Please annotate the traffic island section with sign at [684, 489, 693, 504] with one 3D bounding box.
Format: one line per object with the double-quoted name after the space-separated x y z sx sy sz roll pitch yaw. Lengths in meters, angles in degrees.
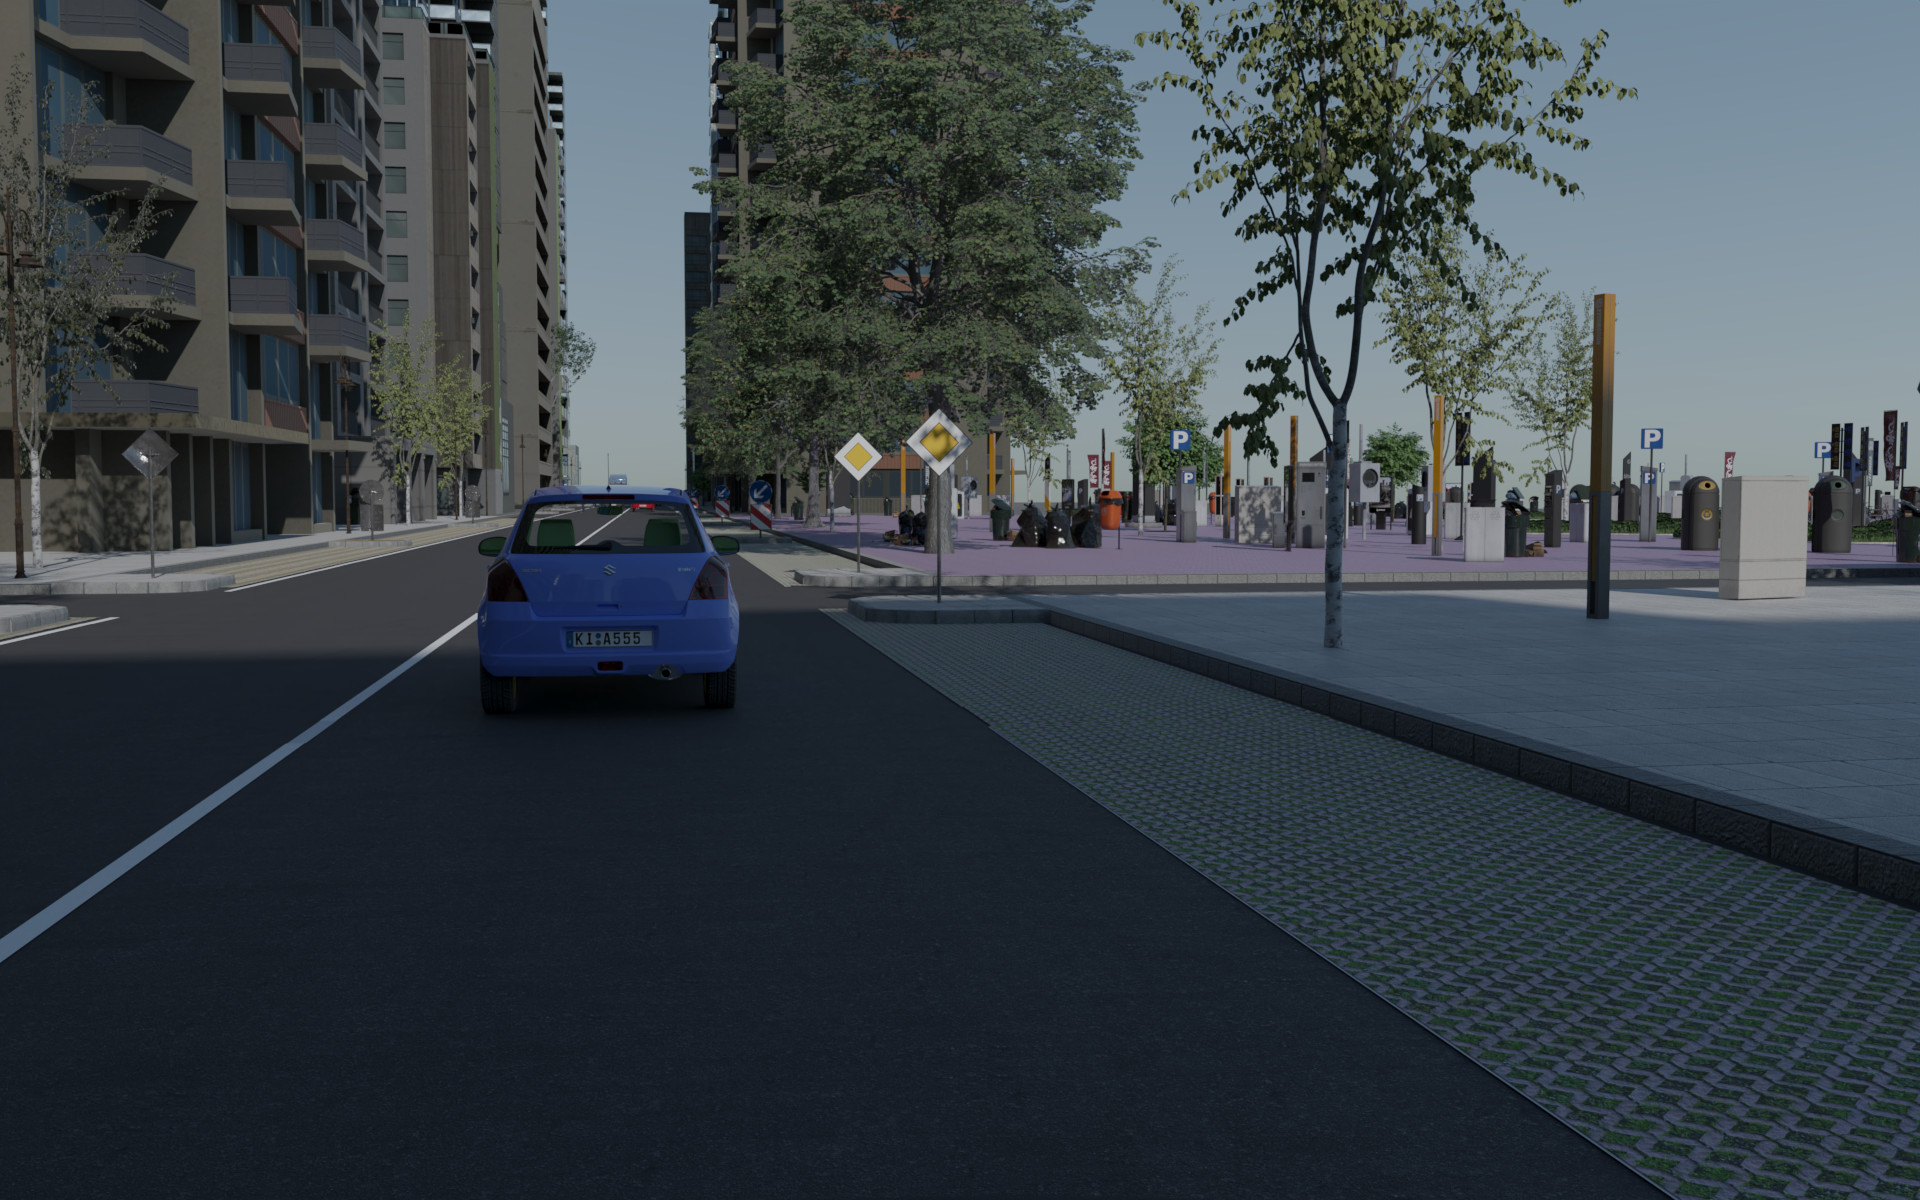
-19.583 -7.215 126.587 1.989 1.847 2.006 -1 4 -10 "traffic island section with sign"

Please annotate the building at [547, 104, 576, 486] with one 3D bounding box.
-58.979 -35.999 208.192 23.786 49.044 30.456 -1 4 -10 "building"

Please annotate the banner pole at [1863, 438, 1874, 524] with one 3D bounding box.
35.523 -4.754 67.738 0.863 3.779 0.401 -3 5 -40 "banner pole"

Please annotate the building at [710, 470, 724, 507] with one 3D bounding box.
-13.704 -44.604 167.519 20.563 71.187 20.611 -1 4 -10 "building"

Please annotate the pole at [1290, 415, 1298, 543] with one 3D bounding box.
8.676 -3.132 45.044 0.158 3.312 0.155 0 3 0 "pole"

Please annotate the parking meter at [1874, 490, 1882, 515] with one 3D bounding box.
51.443 -5.420 97.030 0.372 1.533 0.369 0 3 0 "parking meter"

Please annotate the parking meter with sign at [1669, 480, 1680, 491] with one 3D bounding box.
39.429 -6.058 95.301 1.738 3.016 0.543 3 5 45 "parking meter with sign"

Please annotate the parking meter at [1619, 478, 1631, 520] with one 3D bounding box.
24.373 -3.534 63.495 0.255 1.863 0.399 -1 4 -11 "parking meter"

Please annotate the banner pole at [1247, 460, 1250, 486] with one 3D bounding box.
14.062 -5.775 84.431 0.401 3.779 0.863 1 4 20 "banner pole"

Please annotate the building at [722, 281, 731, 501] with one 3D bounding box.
-13.685 -23.199 150.997 14.160 30.474 14.107 -1 4 -10 "building"

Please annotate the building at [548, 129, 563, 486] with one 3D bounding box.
-50.760 -30.809 187.316 14.154 41.232 14.086 -1 4 -10 "building"

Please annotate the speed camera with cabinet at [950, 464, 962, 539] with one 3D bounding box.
-0.403 -3.422 50.287 0.660 3.252 2.038 0 4 -3 "speed camera with cabinet"

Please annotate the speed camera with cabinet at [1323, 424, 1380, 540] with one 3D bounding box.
10.793 -3.319 48.609 2.038 3.252 0.660 -2 4 -24 "speed camera with cabinet"

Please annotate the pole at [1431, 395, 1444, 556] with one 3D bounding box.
9.884 -2.567 35.820 0.158 3.312 0.155 0 3 0 "pole"

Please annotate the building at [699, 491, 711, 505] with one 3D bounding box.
-14.795 -31.447 206.042 32.217 40.220 23.993 -1 4 -10 "building"

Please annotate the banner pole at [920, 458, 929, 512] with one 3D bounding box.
-1.860 -6.212 91.576 0.863 3.779 0.401 -2 4 -26 "banner pole"

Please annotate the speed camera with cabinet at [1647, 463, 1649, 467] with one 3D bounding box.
43.461 -7.158 111.362 2.038 3.252 0.660 3 5 44 "speed camera with cabinet"

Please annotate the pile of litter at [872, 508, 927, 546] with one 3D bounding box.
-1.222 -1.808 43.528 1.719 0.858 1.176 -3 5 -43 "pile of litter"

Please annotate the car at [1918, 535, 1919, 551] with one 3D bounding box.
18.519 -1.209 28.439 5.304 1.827 2.281 -1 4 -11 "car"

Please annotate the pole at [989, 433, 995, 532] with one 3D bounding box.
1.086 -3.923 57.982 0.158 3.312 0.155 0 3 0 "pole"

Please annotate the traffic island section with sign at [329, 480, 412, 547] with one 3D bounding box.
-16.088 -2.369 47.364 1.989 1.847 2.006 -1 4 -10 "traffic island section with sign"

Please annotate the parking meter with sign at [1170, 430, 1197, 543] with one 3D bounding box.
6.034 -3.065 46.371 0.543 3.016 1.738 0 4 -3 "parking meter with sign"

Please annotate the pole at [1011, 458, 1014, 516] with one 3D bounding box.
3.012 -6.437 99.087 0.158 3.312 0.155 0 3 0 "pole"

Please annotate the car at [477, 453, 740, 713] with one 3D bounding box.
-2.569 -0.193 12.740 1.945 1.707 3.694 -1 4 -11 "car"

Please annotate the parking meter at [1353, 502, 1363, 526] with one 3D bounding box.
16.169 -3.786 70.308 0.372 1.533 0.369 0 3 0 "parking meter"

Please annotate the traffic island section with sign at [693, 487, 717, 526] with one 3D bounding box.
-10.755 -4.199 77.289 1.989 1.847 2.006 -1 4 -10 "traffic island section with sign"

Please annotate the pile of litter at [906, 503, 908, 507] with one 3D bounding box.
-3.169 -4.927 94.516 1.719 0.858 1.176 -1 4 -10 "pile of litter"

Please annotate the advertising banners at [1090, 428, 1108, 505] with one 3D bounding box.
3.772 -3.102 46.912 0.090 3.025 2.074 0 4 -2 "advertising banners"

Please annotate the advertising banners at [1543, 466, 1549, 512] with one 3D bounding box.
33.430 -6.274 98.770 0.090 3.025 2.074 1 4 14 "advertising banners"

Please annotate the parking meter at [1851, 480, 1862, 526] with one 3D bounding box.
36.222 -3.933 70.023 0.399 1.863 0.255 0 4 7 "parking meter"

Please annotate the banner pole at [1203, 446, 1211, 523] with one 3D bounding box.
10.929 -5.329 77.144 0.401 3.779 0.863 2 4 24 "banner pole"

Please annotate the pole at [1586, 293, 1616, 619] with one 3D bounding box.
6.574 -1.462 17.755 0.158 3.312 0.155 0 3 0 "pole"

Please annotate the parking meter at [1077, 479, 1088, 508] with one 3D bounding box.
4.743 -3.745 66.935 0.255 1.863 0.399 -3 5 -41 "parking meter"

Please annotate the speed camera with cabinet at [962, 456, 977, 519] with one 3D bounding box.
0.047 -5.756 88.443 0.660 3.252 2.038 3 5 40 "speed camera with cabinet"

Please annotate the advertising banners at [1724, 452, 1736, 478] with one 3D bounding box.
31.073 -4.603 71.440 2.074 3.025 0.090 -1 4 -14 "advertising banners"

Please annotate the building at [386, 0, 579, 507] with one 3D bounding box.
-63.928 -56.554 237.322 22.319 86.520 31.000 -1 4 -10 "building"

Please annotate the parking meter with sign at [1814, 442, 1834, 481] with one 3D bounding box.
28.515 -3.723 57.133 0.543 3.016 1.738 1 4 23 "parking meter with sign"

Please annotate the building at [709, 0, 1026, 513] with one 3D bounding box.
-7.299 -29.070 129.913 22.147 44.769 28.867 -1 4 -10 "building"

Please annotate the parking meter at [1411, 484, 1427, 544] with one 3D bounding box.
11.724 -2.190 44.220 0.372 1.533 0.369 0 3 0 "parking meter"

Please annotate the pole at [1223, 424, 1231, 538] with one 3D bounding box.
7.725 -3.440 50.082 0.158 3.312 0.155 0 3 0 "pole"

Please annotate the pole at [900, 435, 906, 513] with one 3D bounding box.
-1.968 -4.029 59.711 0.158 3.312 0.155 0 3 0 "pole"

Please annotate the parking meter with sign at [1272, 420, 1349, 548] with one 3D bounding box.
8.297 -2.739 41.051 1.738 3.016 0.543 0 4 7 "parking meter with sign"

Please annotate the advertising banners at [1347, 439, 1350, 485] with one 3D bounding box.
12.018 -3.549 54.210 0.090 3.025 2.074 1 4 23 "advertising banners"

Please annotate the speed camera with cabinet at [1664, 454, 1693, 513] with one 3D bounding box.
35.636 -5.579 85.556 2.038 3.252 0.660 -3 4 -37 "speed camera with cabinet"

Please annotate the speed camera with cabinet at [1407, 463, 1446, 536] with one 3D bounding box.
14.285 -3.593 53.076 0.660 3.252 2.038 0 4 -2 "speed camera with cabinet"

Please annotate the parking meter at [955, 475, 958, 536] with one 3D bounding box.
-0.285 -2.862 52.508 0.399 1.863 0.255 3 5 40 "parking meter"

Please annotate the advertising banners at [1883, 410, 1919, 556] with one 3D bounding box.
19.394 -2.397 35.379 0.090 3.025 2.074 0 4 -1 "advertising banners"

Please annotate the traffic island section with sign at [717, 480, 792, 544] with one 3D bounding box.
-5.995 -2.577 50.755 1.989 1.847 2.006 -1 4 -10 "traffic island section with sign"

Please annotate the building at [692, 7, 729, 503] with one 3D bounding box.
-24.340 -56.159 230.870 22.319 86.520 31.000 -1 4 -10 "building"

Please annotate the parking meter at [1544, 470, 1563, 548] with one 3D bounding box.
14.226 -2.192 41.548 0.399 1.863 0.255 -3 4 -37 "parking meter"

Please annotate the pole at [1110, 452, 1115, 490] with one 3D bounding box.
7.417 -5.535 84.335 0.158 3.312 0.155 0 3 0 "pole"

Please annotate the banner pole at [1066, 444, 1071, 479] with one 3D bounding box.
5.477 -5.956 87.405 0.401 3.779 0.863 1 4 19 "banner pole"

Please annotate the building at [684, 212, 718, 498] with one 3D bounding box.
-33.171 -34.859 253.535 14.154 41.232 14.086 -1 4 -10 "building"

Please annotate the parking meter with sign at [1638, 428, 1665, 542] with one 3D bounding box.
18.611 -3.088 46.756 0.543 3.016 1.738 1 4 19 "parking meter with sign"

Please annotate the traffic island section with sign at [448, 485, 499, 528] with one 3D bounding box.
-20.973 -4.039 74.661 1.989 1.847 2.006 -1 4 -10 "traffic island section with sign"

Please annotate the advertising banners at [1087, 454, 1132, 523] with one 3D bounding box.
6.645 -4.912 76.494 2.074 3.025 0.090 0 4 1 "advertising banners"

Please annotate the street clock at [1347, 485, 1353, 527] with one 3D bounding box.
15.348 -3.886 68.109 0.358 2.002 0.471 0 4 0 "street clock"
